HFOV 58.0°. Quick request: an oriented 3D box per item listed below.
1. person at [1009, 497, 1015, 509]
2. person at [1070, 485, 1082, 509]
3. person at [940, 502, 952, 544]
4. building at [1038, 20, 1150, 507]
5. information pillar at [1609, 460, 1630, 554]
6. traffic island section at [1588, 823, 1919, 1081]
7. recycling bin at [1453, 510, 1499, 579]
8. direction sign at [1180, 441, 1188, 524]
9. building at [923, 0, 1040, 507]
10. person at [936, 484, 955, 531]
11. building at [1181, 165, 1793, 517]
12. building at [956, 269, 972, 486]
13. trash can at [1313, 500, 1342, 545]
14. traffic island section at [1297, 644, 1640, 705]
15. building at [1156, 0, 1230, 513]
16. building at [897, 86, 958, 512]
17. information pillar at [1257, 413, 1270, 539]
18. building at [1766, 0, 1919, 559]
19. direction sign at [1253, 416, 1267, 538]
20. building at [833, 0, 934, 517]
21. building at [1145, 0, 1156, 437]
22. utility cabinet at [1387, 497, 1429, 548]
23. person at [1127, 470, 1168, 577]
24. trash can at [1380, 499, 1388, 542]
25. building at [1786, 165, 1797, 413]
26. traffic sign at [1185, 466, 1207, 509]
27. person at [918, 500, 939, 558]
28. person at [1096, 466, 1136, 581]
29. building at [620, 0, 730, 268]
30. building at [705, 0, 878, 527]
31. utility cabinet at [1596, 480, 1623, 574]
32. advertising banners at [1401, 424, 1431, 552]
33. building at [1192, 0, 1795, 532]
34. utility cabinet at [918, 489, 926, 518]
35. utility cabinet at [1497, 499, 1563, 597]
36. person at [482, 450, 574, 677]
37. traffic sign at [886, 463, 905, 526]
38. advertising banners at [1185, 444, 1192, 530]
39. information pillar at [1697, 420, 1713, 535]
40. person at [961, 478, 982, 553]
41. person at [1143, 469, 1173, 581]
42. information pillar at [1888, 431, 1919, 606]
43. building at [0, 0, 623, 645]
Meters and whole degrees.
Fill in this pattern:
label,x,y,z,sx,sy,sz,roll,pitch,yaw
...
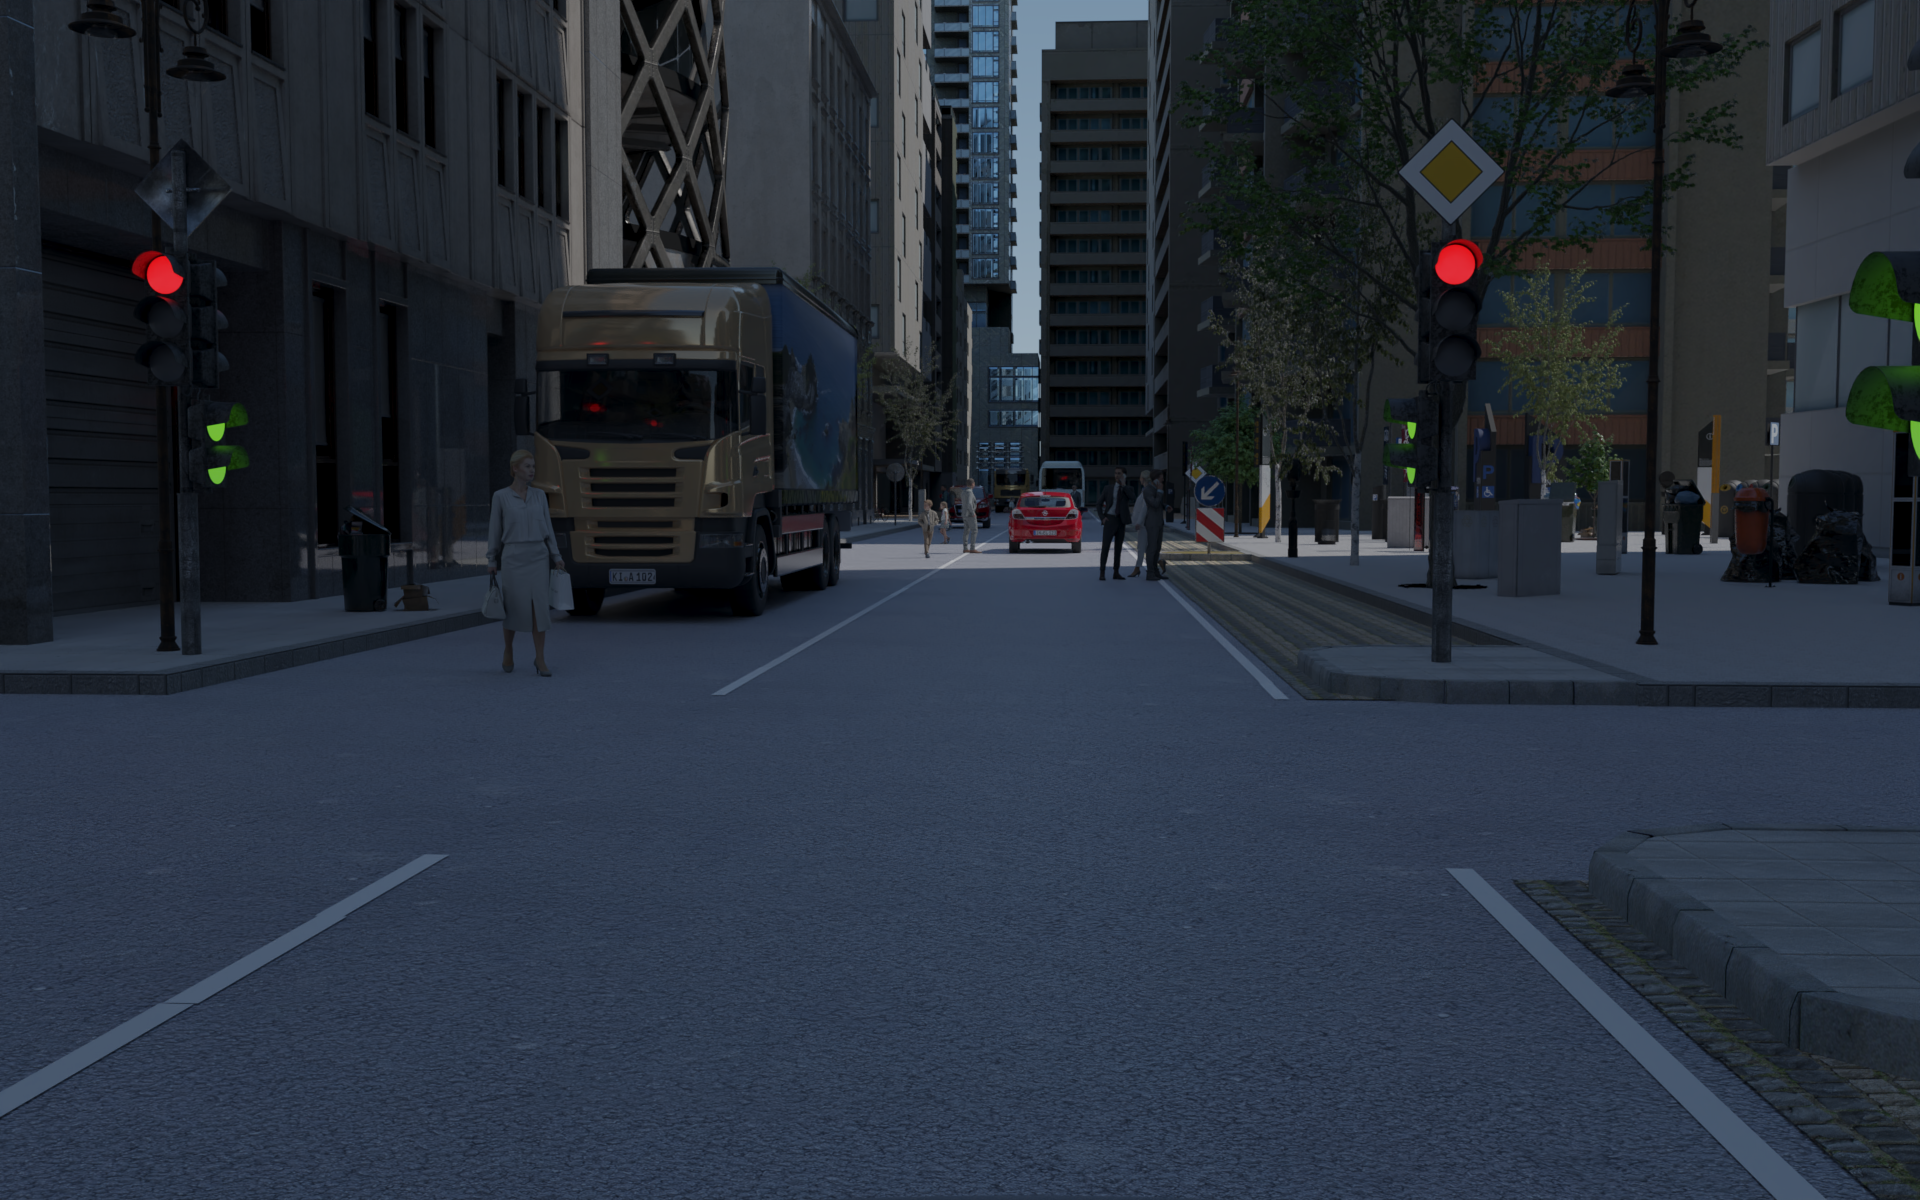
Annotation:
label,x,y,z,sx,sy,sz,roll,pitch,yaw
person,2.611,-4.501,86.369,0.394,1.301,0.425,-3,4,-36
person,4.735,-3.883,72.168,0.661,1.801,0.590,3,5,44
person,-0.383,-2.197,49.436,0.382,1.210,0.505,0,4,-8
building,19.186,-34.131,181.739,21.600,48.544,21.300,0,4,4
information pillar,14.112,-1.995,37.115,0.304,2.012,0.304,-3,5,-40
traffic island section,3.191,1.040,5.271,2.009,0.180,2.903,0,4,4
recycling bin,7.746,-0.850,26.457,0.722,1.027,0.722,3,5,44
direction sign,9.682,-5.052,74.600,0.379,3.537,0.876,1,4,20
building,-6.999,-53.245,183.223,31.000,86.520,22.319,0,4,4
person,-0.597,-3.545,66.452,0.713,1.824,0.794,2,4,24
building,29.556,-24.969,100.129,32.217,40.220,23.993,0,4,4
building,-14.162,-18.721,151.120,28.899,21.520,27.650,0,4,4
trash can,9.328,-1.980,44.030,0.748,1.137,0.748,0,3,0
traffic island section,3.701,0.553,13.240,2.009,0.180,2.903,0,4,4
building,25.089,-30.564,123.418,21.300,48.544,21.600,0,4,4
building,-7.673,-21.523,123.601,14.160,30.474,14.107,0,4,4
information pillar,8.809,-3.591,50.072,0.183,3.616,0.504,3,5,39
building,30.156,-26.570,23.666,27.495,52.752,28.713,0,4,4
direction sign,8.827,-3.606,50.963,0.379,3.537,0.876,-1,4,-12
building,-15.926,-31.401,102.643,28.713,52.752,27.495,0,4,4
building,29.930,-34.146,147.532,28.713,52.752,27.495,0,4,4
utility cabinet,10.694,-1.837,41.190,1.020,1.237,0.306,1,4,16
person,3.263,-1.319,29.948,0.818,1.842,0.514,-1,4,-16
trash can,11.972,-2.208,47.752,0.748,1.137,0.748,0,3,0
building,75.125,-34.248,179.559,30.456,49.044,23.786,0,4,4
traffic sign,8.571,-3.778,62.963,0.795,2.450,0.064,1,4,10
person,-0.703,-1.595,38.844,0.475,1.303,0.640,-1,4,-18
person,2.612,-1.288,28.917,0.648,1.900,0.474,-1,4,-10
building,-14.507,-10.750,43.210,16.820,18.784,16.811,0,4,4
building,-8.998,-13.307,66.718,9.793,20.994,18.267,0,4,4
utility cabinet,10.455,-1.176,27.899,0.318,1.500,1.173,2,4,25
advertising banners,10.307,-2.604,38.769,0.090,3.025,2.074,-1,4,-10
building,21.553,-25.532,72.068,22.147,44.769,28.867,0,4,4
utility cabinet,-1.775,-4.394,80.520,0.318,1.500,1.173,0,4,1
utility cabinet,7.206,-0.657,21.908,1.020,1.237,0.306,-3,5,-40
person,-3.444,-0.300,13.764,0.694,1.780,0.624,-1,4,-18
traffic sign,-2.630,-4.300,70.417,0.768,2.556,0.104,0,4,4
advertising banners,8.150,-4.004,61.650,0.090,3.025,2.074,0,4,3
information pillar,23.164,-3.817,53.768,0.504,3.616,0.183,1,4,10
person,0.226,-2.039,41.939,0.391,1.810,0.635,-2,4,-28
person,3.300,-1.250,28.744,0.447,1.846,0.655,2,4,24
information pillar,10.917,-0.941,19.882,0.304,2.012,0.304,-2,4,-26
building,-13.275,-12.612,24.232,12.078,24.808,19.932,0,4,4
